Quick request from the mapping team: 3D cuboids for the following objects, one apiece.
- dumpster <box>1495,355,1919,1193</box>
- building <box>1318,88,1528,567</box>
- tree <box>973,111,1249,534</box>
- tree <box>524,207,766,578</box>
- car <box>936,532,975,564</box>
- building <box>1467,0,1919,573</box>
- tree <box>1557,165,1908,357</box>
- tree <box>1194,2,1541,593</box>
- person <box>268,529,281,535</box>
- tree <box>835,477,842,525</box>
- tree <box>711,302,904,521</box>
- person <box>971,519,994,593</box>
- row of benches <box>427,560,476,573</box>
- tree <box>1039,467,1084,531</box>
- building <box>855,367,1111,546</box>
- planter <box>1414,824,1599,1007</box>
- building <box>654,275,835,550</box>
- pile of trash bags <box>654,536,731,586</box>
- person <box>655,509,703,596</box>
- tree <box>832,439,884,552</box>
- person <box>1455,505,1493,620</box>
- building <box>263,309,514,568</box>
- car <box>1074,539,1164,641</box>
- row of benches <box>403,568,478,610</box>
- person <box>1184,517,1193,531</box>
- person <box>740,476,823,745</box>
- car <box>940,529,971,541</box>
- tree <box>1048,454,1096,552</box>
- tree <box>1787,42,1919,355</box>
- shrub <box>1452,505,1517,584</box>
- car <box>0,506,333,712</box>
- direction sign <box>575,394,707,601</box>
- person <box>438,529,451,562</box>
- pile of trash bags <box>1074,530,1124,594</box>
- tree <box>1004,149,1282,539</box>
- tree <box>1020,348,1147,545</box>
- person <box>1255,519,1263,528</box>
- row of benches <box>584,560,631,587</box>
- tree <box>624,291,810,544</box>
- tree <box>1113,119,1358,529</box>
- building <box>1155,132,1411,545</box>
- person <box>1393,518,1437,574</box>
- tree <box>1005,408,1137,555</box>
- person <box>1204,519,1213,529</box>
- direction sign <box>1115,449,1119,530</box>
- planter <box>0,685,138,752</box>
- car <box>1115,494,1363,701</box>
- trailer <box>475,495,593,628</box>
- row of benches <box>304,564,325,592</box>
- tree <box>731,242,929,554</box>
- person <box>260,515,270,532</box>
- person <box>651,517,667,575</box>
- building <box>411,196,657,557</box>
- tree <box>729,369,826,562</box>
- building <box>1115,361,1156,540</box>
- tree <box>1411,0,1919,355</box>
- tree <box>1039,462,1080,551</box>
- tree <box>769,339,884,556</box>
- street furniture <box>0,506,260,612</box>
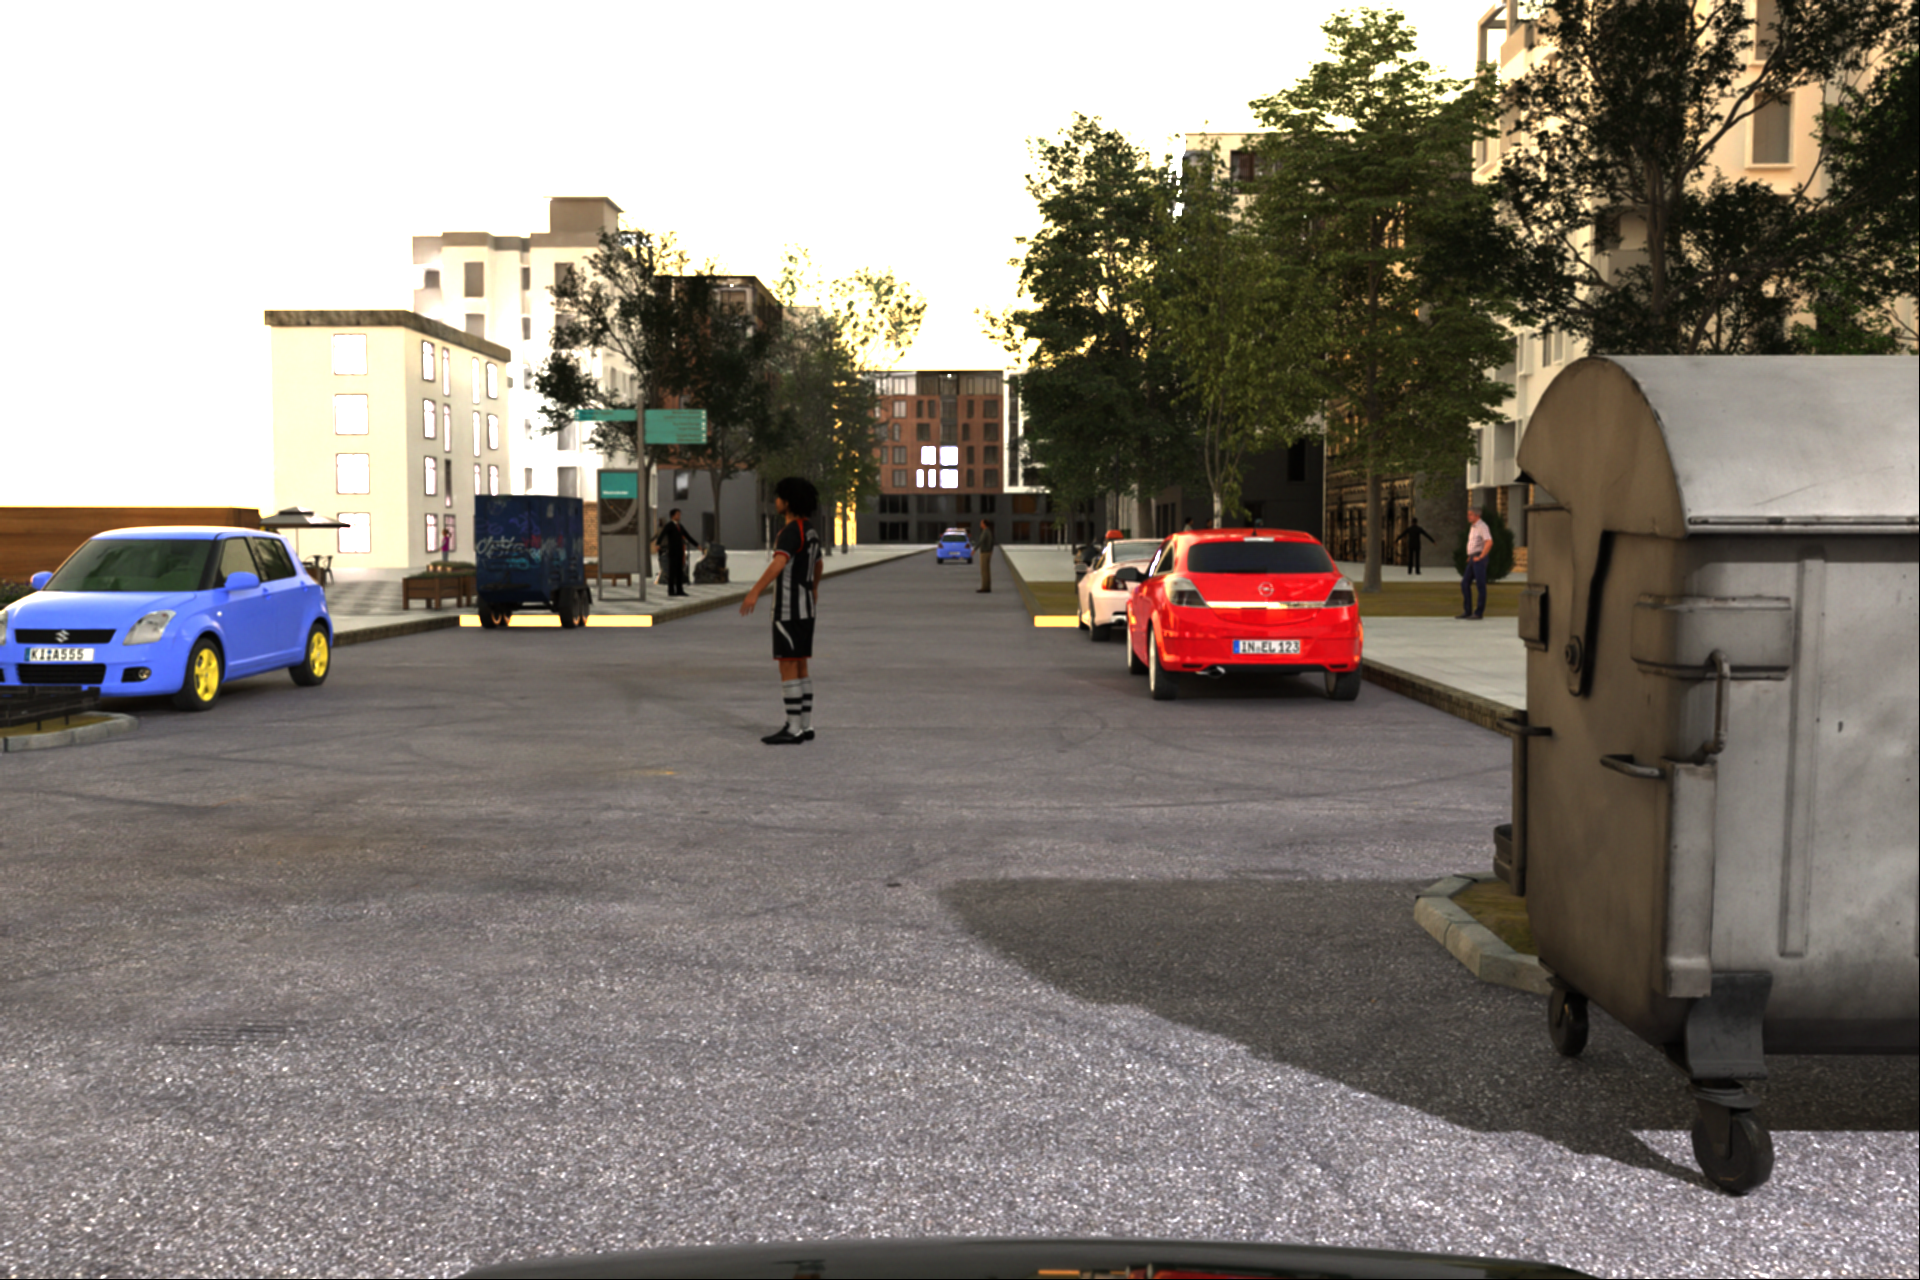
[{"bbox_3d":[2.381,0.244,4.229,1.865,1.857,1.264,0,4,1],"label":"dumpster"},{"bbox_3d":[26.875,-14.927,74.982,19.493,23.208,18.063,0,4,1],"label":"building"},{"bbox_3d":[6.969,-13.486,76.382,12.611,20.169,13.585,0,3,0],"label":"tree"},{"bbox_3d":[-9.433,-7.103,50.539,8.767,10.594,7.601,2,4,35],"label":"tree"},{"bbox_3d":[-0.236,-4.579,84.450,1.945,1.707,3.694,0,4,1],"label":"car"},{"bbox_3d":[23.674,-12.540,61.446,16.016,20.090,11.380,0,4,2],"label":"building"},{"bbox_3d":[19.620,-6.659,43.294,8.767,10.594,7.601,0,4,-1],"label":"tree"},{"bbox_3d":[8.958,-7.347,38.243,7.486,12.596,7.792,0,3,0],"label":"tree"},{"bbox_3d":[-22.911,-3.149,57.258,0.705,1.858,1.354,3,5,40],"label":"person"},{"bbox_3d":[-19.147,-19.399,223.836,9.857,13.997,8.962,0,3,0],"label":"tree"},{"bbox_3d":[-8.073,-11.077,91.482,12.009,13.543,11.850,0,3,0],"label":"tree"},{"bbox_3d":[0.597,-2.067,42.530,0.705,1.796,1.348,1,4,21],"label":"person"},{"bbox_3d":[-11.634,-1.485,39.740,1.422,0.672,4.104,-2,4,-24],"label":"row of benches"},{"bbox_3d":[7.759,-10.437,121.013,4.737,8.622,4.395,0,3,0],"label":"tree"},{"bbox_3d":[3.785,-23.105,224.192,32.646,21.610,27.936,0,4,3],"label":"building"},{"bbox_3d":[2.672,0.925,6.024,1.991,0.319,1.994,0,4,1],"label":"planter"},{"bbox_3d":[-26.396,-18.921,153.340,27.936,21.610,32.646,0,4,1],"label":"building"},{"bbox_3d":[-6.963,-2.122,44.448,1.912,1.369,3.447,0,4,1],"label":"pile of trash bags"},{"bbox_3d":[-5.855,-1.811,35.803,0.705,1.806,1.347,2,4,34],"label":"person"},{"bbox_3d":[-7.755,-10.570,123.178,4.360,8.622,3.978,0,3,0],"label":"tree"},{"bbox_3d":[7.710,-1.163,26.000,0.436,1.711,0.756,0,4,5],"label":"person"},{"bbox_3d":[-24.928,-8.365,78.917,9.099,9.664,28.070,0,4,1],"label":"building"},{"bbox_3d":[2.682,-0.744,24.521,2.083,1.381,4.827,0,4,1],"label":"car"},{"bbox_3d":[-8.912,-0.950,31.001,1.422,0.672,4.104,0,4,5],"label":"row of benches"},{"bbox_3d":[7.217,-2.951,54.436,0.705,1.806,1.347,0,4,2],"label":"person"},{"bbox_3d":[-1.169,-0.202,11.911,0.704,1.843,1.345,1,4,14],"label":"person"},{"bbox_3d":[-0.307,-7.145,125.501,2.281,1.827,5.304,0,4,1],"label":"car"},{"bbox_3d":[7.568,-10.791,126.788,4.360,8.622,3.978,0,3,0],"label":"tree"},{"bbox_3d":[20.107,-6.602,33.702,9.928,11.665,9.643,0,3,0],"label":"tree"},{"bbox_3d":[13.537,-2.486,44.687,1.661,2.075,1.752,0,3,0],"label":"shrub"},{"bbox_3d":[-6.901,-0.337,15.100,1.945,1.707,3.694,0,4,1],"label":"car"},{"bbox_3d":[-6.068,-2.747,33.673,2.525,3.948,1.411,0,4,2],"label":"direction sign"},{"bbox_3d":[-15.345,-2.580,51.444,0.599,1.433,0.991,0,4,-5],"label":"person"},{"bbox_3d":[3.386,-1.672,37.082,1.912,1.369,3.447,0,4,0],"label":"pile of trash bags"},{"bbox_3d":[6.003,-9.163,56.475,9.857,13.997,8.962,0,3,0],"label":"tree"},{"bbox_3d":[6.954,-10.404,95.860,9.928,11.665,9.643,0,3,0],"label":"tree"},{"bbox_3d":[10.492,-3.336,60.662,0.704,1.817,1.347,-1,4,-12],"label":"person"},{"bbox_3d":[-10.040,-1.710,43.416,4.104,0.672,1.422,2,4,30],"label":"row of benches"},{"bbox_3d":[-9.447,-8.012,65.413,8.767,10.594,7.601,2,4,34],"label":"tree"},{"bbox_3d":[4.977,-4.976,31.724,4.737,8.622,4.395,0,3,0],"label":"tree"},{"bbox_3d":[25.566,-15.946,104.696,27.936,21.610,32.646,0,4,1],"label":"building"},{"bbox_3d":[14.465,-2.990,55.115,1.346,1.802,0.704,2,4,23],"label":"person"},{"bbox_3d":[7.007,-10.479,105.742,8.767,10.594,7.601,0,3,0],"label":"tree"},{"bbox_3d":[8.764,-3.340,60.741,0.704,1.812,1.346,3,5,40],"label":"person"},{"bbox_3d":[4.197,-3.323,46.334,0.379,3.537,0.876,0,4,2],"label":"direction sign"},{"bbox_3d":[-7.015,0.547,12.204,1.991,0.319,1.994,0,4,1],"label":"planter"},{"bbox_3d":[2.577,-0.450,16.396,2.155,1.783,4.494,0,4,1],"label":"car"},{"bbox_3d":[-6.541,-1.151,25.865,1.471,1.999,3.904,0,4,1],"label":"trailer"},{"bbox_3d":[-16.056,-1.362,37.733,4.104,0.672,1.422,0,4,-7],"label":"row of benches"},{"bbox_3d":[-8.755,-15.761,113.583,12.611,20.169,13.585,0,3,0],"label":"tree"},{"bbox_3d":[-16.478,-2.086,40.572,1.216,1.772,0.721,-3,5,-40],"label":"person"},{"bbox_3d":[-9.245,-2.913,53.762,0.705,1.813,1.348,-3,5,-44],"label":"person"},{"bbox_3d":[-24.664,-14.801,98.422,16.016,20.090,11.380,0,4,1],"label":"building"},{"bbox_3d":[-8.896,-7.816,78.160,4.360,8.622,3.978,0,3,0],"label":"tree"},{"bbox_3d":[25.482,-19.449,184.455,16.747,18.905,31.486,0,4,1],"label":"building"},{"bbox_3d":[9.393,-5.360,22.041,7.601,10.594,8.767,-1,4,-23],"label":"tree"},{"bbox_3d":[7.848,-11.197,133.436,4.737,8.622,4.395,0,3,0],"label":"tree"},{"bbox_3d":[-8.143,-11.212,101.435,7.486,12.596,7.792,0,3,0],"label":"tree"},{"bbox_3d":[-15.992,-1.343,28.811,9.812,1.723,11.010,-1,4,-10],"label":"street furniture"}]
